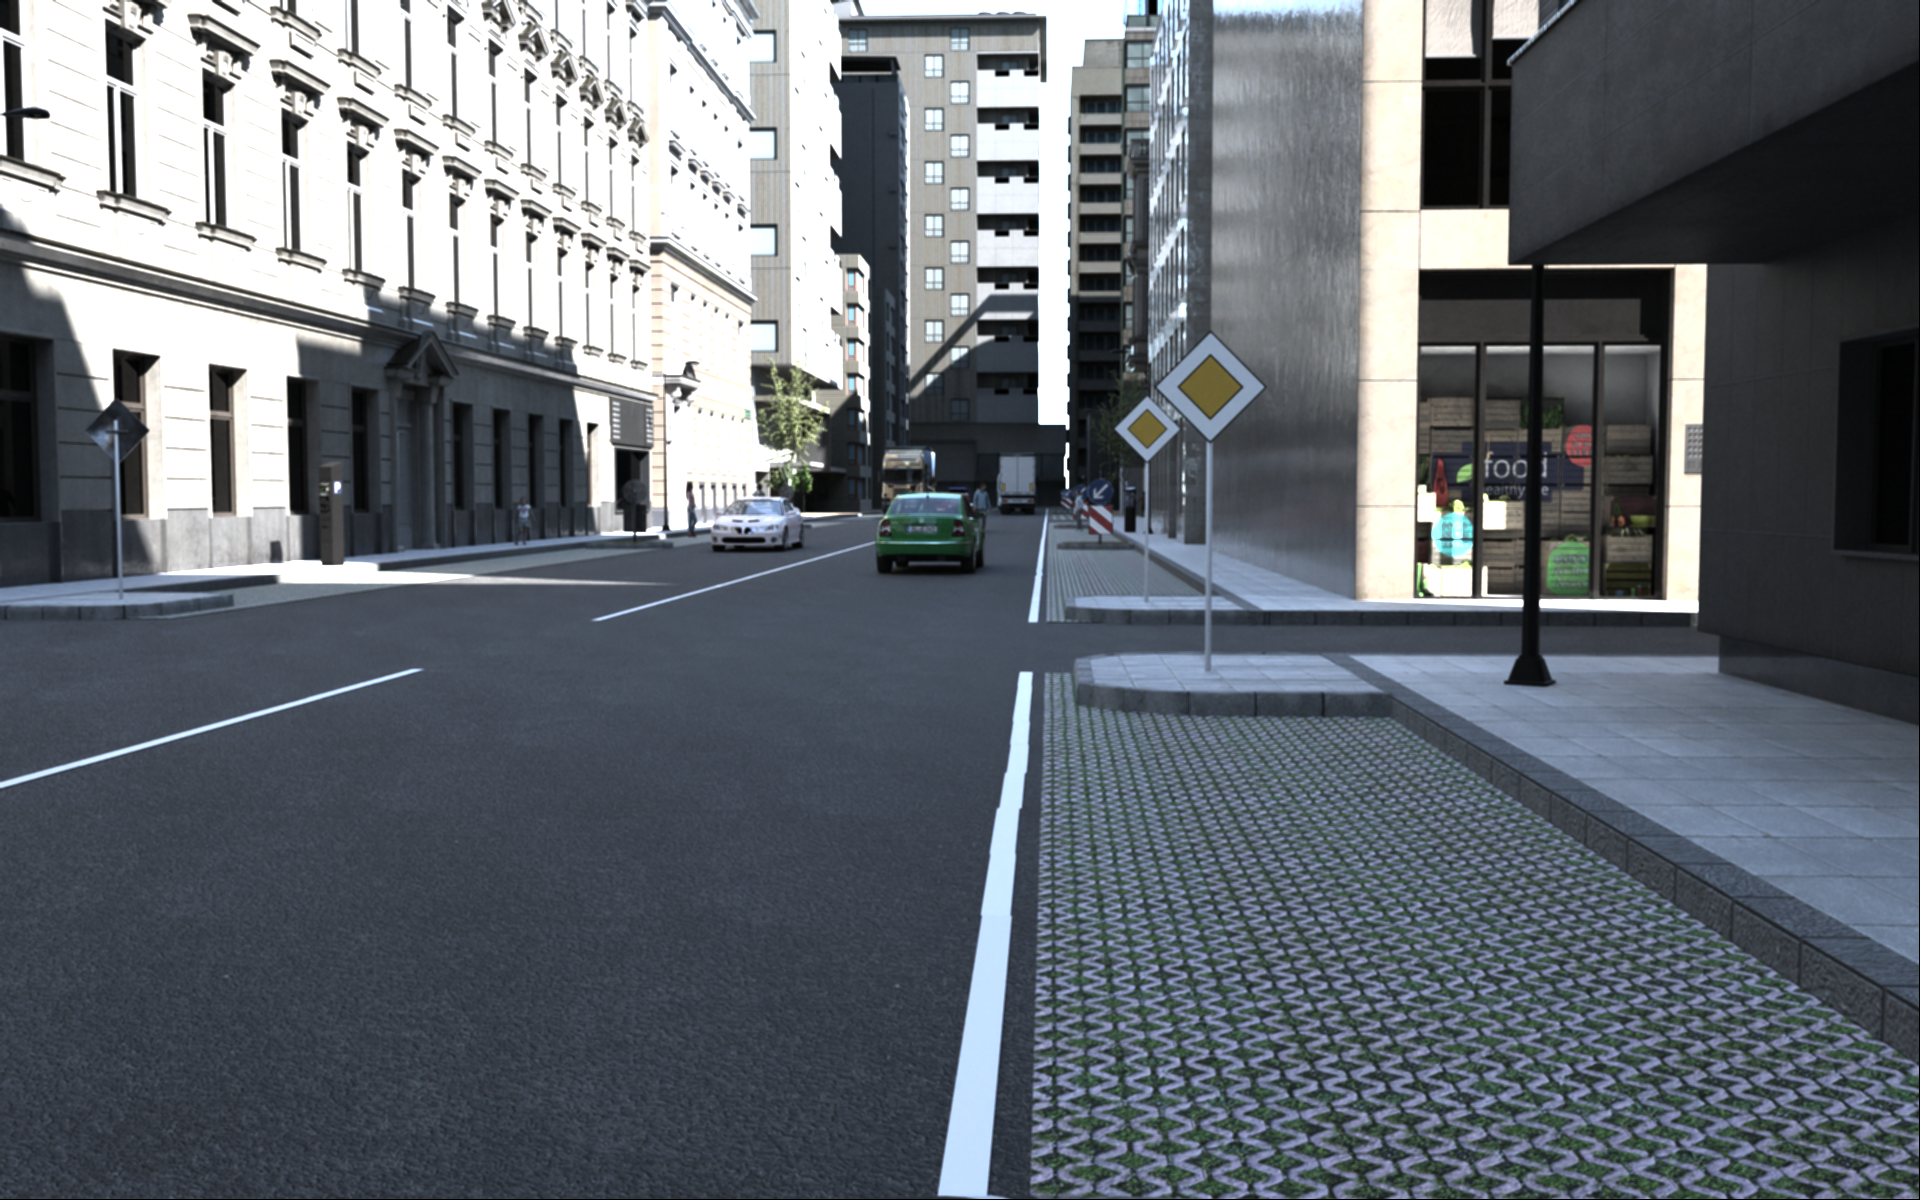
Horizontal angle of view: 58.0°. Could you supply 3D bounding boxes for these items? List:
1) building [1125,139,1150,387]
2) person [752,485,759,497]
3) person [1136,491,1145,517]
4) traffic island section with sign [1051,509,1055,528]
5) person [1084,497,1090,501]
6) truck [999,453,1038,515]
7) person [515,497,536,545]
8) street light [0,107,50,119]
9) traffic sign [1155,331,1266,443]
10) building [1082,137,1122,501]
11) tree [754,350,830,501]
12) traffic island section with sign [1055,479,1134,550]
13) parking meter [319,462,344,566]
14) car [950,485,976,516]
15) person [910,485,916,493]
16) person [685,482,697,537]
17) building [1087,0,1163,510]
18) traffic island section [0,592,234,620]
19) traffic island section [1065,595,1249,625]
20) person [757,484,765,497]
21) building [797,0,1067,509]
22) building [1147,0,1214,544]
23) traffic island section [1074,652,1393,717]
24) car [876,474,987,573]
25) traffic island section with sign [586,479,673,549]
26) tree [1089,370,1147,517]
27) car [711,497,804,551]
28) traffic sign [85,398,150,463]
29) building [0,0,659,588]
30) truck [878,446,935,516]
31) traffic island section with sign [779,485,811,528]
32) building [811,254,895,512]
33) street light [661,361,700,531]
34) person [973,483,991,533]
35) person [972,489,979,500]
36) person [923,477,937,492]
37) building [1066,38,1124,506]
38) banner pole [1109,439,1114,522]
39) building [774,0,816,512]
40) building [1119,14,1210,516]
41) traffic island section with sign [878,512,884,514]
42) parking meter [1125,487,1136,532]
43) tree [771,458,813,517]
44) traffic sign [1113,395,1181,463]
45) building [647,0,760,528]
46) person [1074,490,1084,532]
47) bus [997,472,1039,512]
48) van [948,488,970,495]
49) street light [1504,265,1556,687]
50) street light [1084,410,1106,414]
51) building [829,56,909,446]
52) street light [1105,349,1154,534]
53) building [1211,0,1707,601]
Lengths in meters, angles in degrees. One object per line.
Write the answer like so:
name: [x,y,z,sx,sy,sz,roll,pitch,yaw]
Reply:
building: [14.731,-15.803,77.471,14.460,24.649,34.723,0,4,3]
person: [-11.290,-5.485,95.895,0.590,1.801,0.661,0,4,5]
person: [10.316,-5.370,97.104,1.065,1.426,0.557,-3,4,-38]
traffic island section with sign: [4.907,-3.882,72.091,1.989,1.847,2.006,0,4,3]
person: [9.498,-7.526,130.013,0.541,1.710,0.530,1,4,13]
truck: [4.147,-8.246,123.738,2.839,4.237,11.283,0,4,2]
person: [-10.967,-1.994,43.655,0.505,1.210,0.382,-1,4,-22]
street light: [-11.630,-2.963,20.987,1.470,5.913,1.316,0,4,3]
traffic sign: [1.813,-0.628,12.459,0.795,2.593,0.064,0,4,3]
building: [27.409,-28.500,157.855,32.217,40.220,23.993,0,4,3]
tree: [-8.806,-8.500,89.340,4.737,8.622,4.395,0,3,0]
traffic island section with sign: [3.535,-2.235,45.171,1.989,1.847,2.006,0,4,3]
parking meter: [-11.241,-1.545,30.973,0.255,1.863,0.399,1,4,16]
car: [-0.256,-3.483,65.981,2.155,1.783,4.494,0,4,4]
person: [-1.641,-3.189,61.215,0.480,1.755,0.524,-1,4,-13]
person: [-8.870,-2.977,57.182,0.388,1.821,0.555,-1,4,-18]
building: [21.119,-49.920,128.866,22.319,86.520,31.000,0,4,3]
traffic island section: [-10.277,0.068,21.162,2.009,0.180,2.903,0,4,3]
traffic island section: [2.248,0.108,20.515,2.009,0.180,2.903,0,4,3]
person: [-6.643,-2.978,57.531,0.374,1.781,0.599,1,4,20]
building: [-1.968,-36.873,192.111,27.495,52.752,28.713,0,4,3]
building: [11.363,-12.055,51.851,10.420,20.320,16.860,0,4,3]
traffic island section: [1.837,0.596,12.540,2.009,0.180,2.903,0,4,3]
car: [-0.507,-1.466,32.762,1.959,1.807,4.718,0,4,4]
traffic island section with sign: [-8.682,-2.276,45.846,1.989,1.847,2.006,0,4,3]
tree: [9.361,-9.036,98.094,4.737,8.622,4.395,0,3,0]
car: [-5.191,-1.989,44.874,2.083,1.381,4.827,0,4,3]
traffic sign: [-10.253,-1.156,21.094,0.795,2.593,0.064,0,4,3]
building: [-19.926,-16.293,42.808,17.030,29.872,44.131,0,4,3]
truck: [-3.064,-7.017,103.643,2.839,4.237,11.283,0,4,3]
traffic island section with sign: [-7.296,-3.923,72.766,1.989,1.847,2.006,0,4,3]
building: [-20.313,-18.043,140.049,27.650,21.520,28.899,0,4,3]
street light: [-9.754,-5.376,60.445,1.470,5.913,1.316,0,4,3]
person: [0.783,-3.298,62.278,0.638,1.841,0.748,0,4,-4]
person: [1.053,-6.038,107.673,0.568,1.767,0.683,0,4,6]
person: [-0.710,-2.074,42.185,0.755,1.850,0.659,-2,4,-24]
building: [22.410,-34.533,188.317,21.600,48.544,21.300,0,4,3]
banner pole: [6.892,-5.475,79.527,0.401,3.779,0.863,0,4,3]
building: [-22.250,-31.913,111.014,28.713,52.752,27.495,0,4,3]
building: [17.009,-20.584,108.246,14.160,30.474,14.107,0,4,3]
traffic island section with sign: [-4.709,-6.991,122.925,1.989,1.847,2.006,0,4,3]
parking meter: [5.751,-3.063,58.496,0.372,1.533,0.369,0,3,0]
tree: [-9.257,-6.037,93.301,1.663,3.219,1.824,0,3,0]
traffic sign: [2.224,-1.116,20.433,0.795,2.593,0.064,0,4,3]
building: [-16.878,-17.688,75.099,13.634,28.700,20.117,0,4,3]
person: [4.477,-3.375,65.484,0.330,1.601,0.589,0,4,-6]
bus: [4.668,-8.889,140.190,2.948,3.499,13.247,0,4,5]
van: [-0.147,-9.578,160.988,2.240,2.365,5.245,0,4,4]
street light: [3.316,-2.387,11.577,1.470,5.913,1.316,0,4,3]
street light: [7.518,-7.503,95.207,1.470,5.913,1.316,0,4,3]
building: [-12.034,-29.451,165.113,14.086,41.232,14.154,0,4,3]
street light: [5.538,-5.090,55.755,1.470,5.913,1.316,0,4,3]
building: [22.245,-13.720,28.846,34.151,26.468,19.350,0,4,3]
